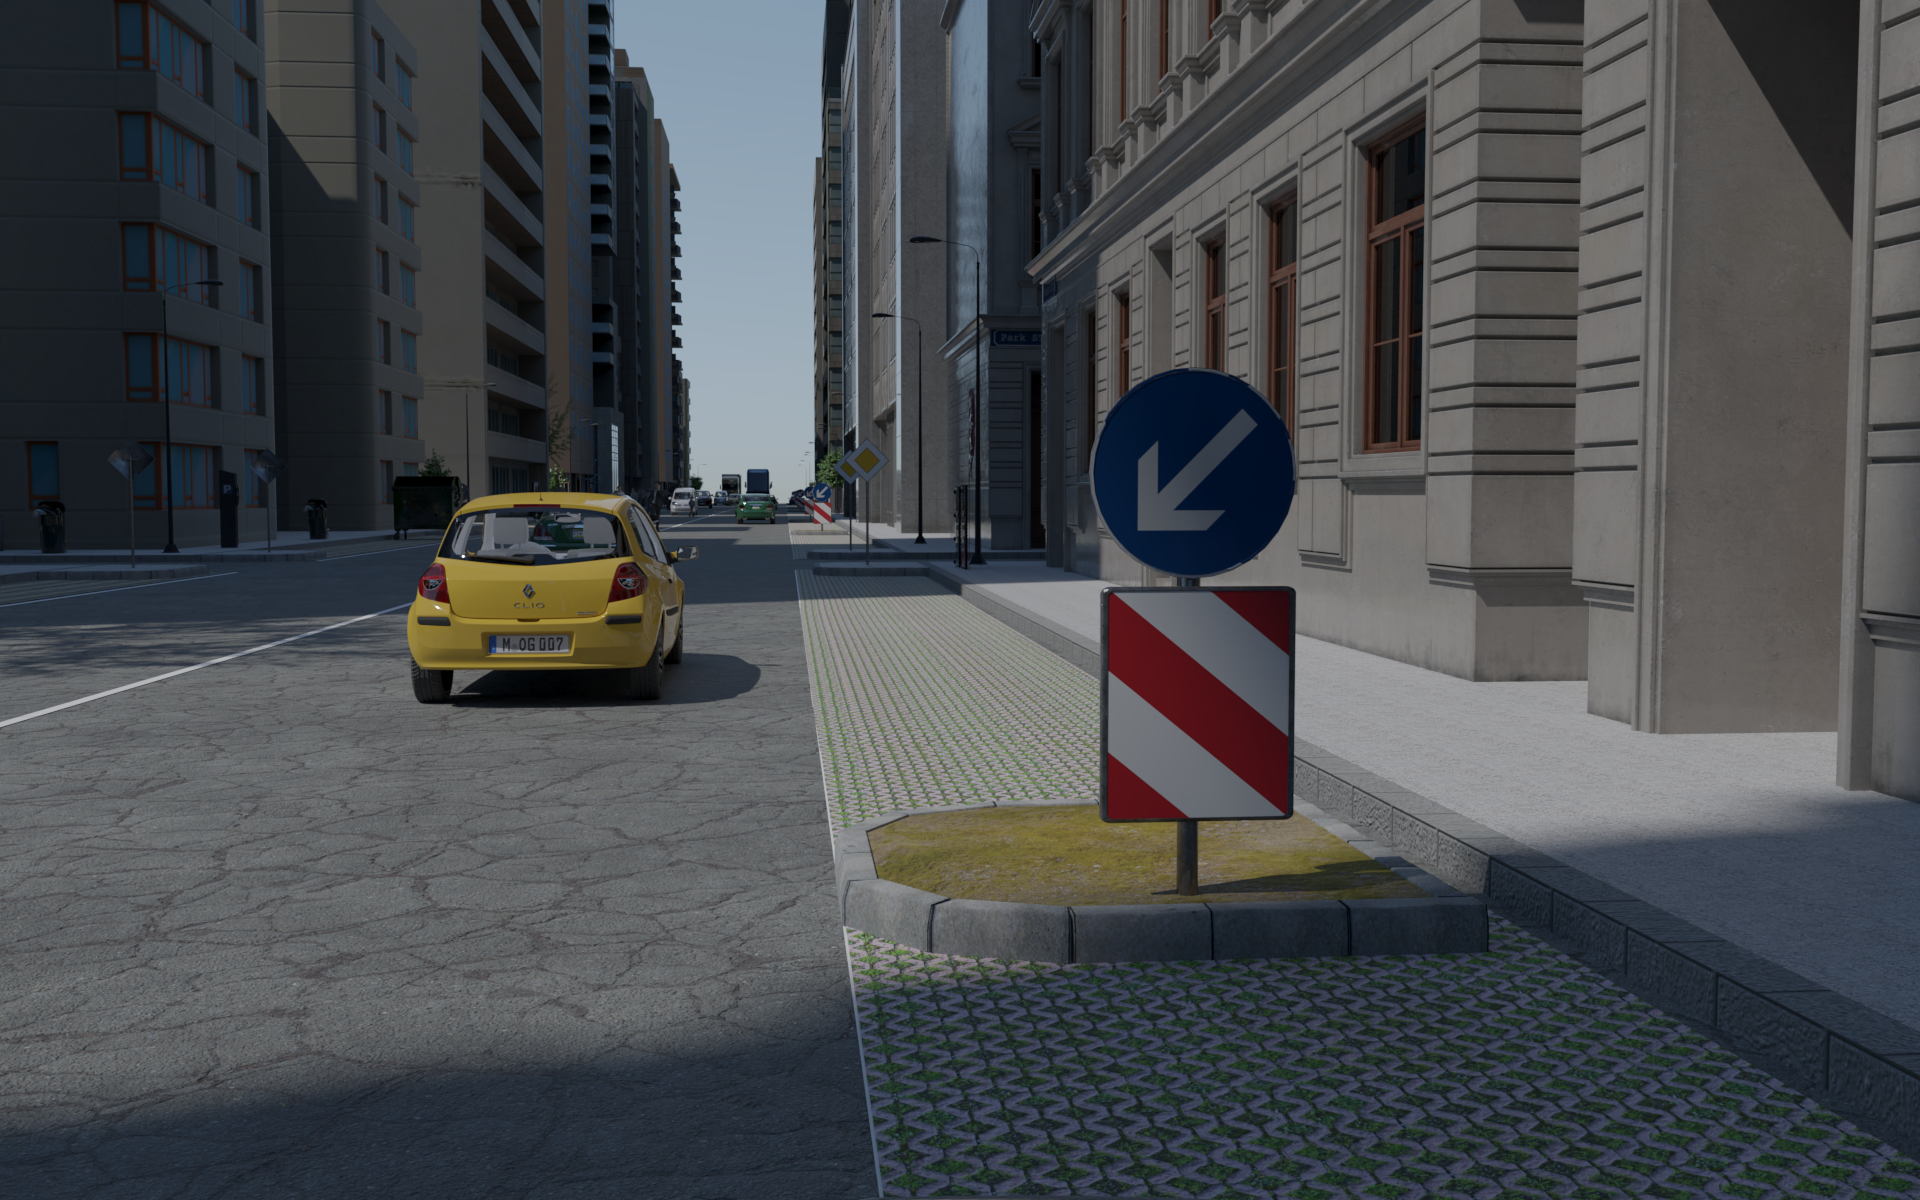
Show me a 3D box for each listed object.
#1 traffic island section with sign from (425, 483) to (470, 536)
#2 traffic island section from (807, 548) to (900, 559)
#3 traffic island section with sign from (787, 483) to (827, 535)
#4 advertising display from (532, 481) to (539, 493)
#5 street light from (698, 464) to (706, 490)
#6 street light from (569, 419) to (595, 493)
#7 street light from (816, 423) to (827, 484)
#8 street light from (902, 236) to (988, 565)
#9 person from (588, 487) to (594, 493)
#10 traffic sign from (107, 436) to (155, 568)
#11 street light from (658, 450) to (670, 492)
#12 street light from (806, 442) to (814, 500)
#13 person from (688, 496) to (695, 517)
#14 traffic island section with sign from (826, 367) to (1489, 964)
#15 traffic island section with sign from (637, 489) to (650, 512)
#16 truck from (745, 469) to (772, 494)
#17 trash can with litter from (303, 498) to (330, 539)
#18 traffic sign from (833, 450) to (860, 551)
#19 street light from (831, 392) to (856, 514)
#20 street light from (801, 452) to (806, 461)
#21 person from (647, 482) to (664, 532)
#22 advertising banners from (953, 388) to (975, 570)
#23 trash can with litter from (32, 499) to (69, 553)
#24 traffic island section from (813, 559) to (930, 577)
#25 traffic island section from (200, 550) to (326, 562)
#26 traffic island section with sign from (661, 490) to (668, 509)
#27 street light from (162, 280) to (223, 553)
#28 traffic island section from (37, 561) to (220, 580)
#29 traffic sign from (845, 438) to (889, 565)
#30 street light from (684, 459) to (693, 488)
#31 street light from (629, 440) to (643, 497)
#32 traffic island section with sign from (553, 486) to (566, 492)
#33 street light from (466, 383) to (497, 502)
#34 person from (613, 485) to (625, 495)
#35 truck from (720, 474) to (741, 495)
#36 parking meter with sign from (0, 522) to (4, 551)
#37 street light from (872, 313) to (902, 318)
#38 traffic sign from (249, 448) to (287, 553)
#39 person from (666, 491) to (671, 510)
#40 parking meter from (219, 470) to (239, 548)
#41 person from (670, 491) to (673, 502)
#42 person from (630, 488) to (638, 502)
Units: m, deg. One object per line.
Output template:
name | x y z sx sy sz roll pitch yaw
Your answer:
traffic island section with sign | -17.459 -3.166 60.397 1.989 1.847 2.006 0 4 -6
traffic island section | -2.458 -1.041 39.307 2.009 0.180 2.903 0 4 -6
traffic island section with sign | -4.940 -3.175 60.535 1.989 1.847 2.006 0 4 -6
advertising display | -21.853 -5.132 89.121 0.123 1.923 0.974 0 4 0
street light | -39.697 -17.964 266.244 1.470 5.913 1.316 0 4 -6
street light | -23.693 -8.270 107.756 1.470 5.913 1.316 0 4 -6
street light | -8.621 -8.637 113.756 1.470 5.913 1.316 0 4 -6
street light | -0.212 -3.599 31.381 1.470 5.913 1.316 0 4 -6
person | -17.814 -4.534 83.226 0.643 1.750 0.593 0 4 4
traffic sign | -14.358 -1.614 30.024 0.795 2.450 0.064 0 4 -6
street light | -31.368 -12.899 183.438 1.470 5.913 1.316 0 4 -6
street light | -12.836 -11.156 154.937 1.470 5.913 1.316 0 4 -6
person | -16.825 -5.865 108.667 0.640 1.303 0.475 2 4 34
traffic island section with sign | 0.555 0.148 6.213 1.989 1.847 2.006 0 4 -6
traffic island section with sign | -25.278 -7.887 137.581 1.989 1.847 2.006 0 4 -6
truck | -20.979 -11.581 179.107 2.967 4.110 18.799 0 4 -6
trash can with litter | -18.278 -2.315 49.233 0.624 1.170 1.055 -1 4 -13
traffic sign | -2.481 -2.176 39.228 0.795 2.450 0.064 0 4 -6
street light | -5.176 -6.526 79.246 1.470 5.913 1.316 0 4 -6
street light | -17.500 -14.055 202.342 1.470 5.913 1.316 0 4 -6
person | -11.496 -3.526 65.509 0.648 1.900 0.474 -1 4 -14
advertising banners | 0.075 -2.042 29.580 0.090 3.025 2.074 -1 4 -8
trash can with litter | -19.711 -1.601 37.564 0.624 1.170 1.055 -1 4 -21
traffic island section | -1.654 -0.555 31.362 2.009 0.180 2.903 0 4 -6
traffic island section | -15.185 -0.963 38.028 2.009 0.180 2.903 0 4 -6
traffic island section with sign | -28.001 -9.527 164.398 1.989 1.847 2.006 0 4 -6
street light | -16.662 -3.981 37.635 1.470 5.913 1.316 0 4 -6
traffic island section | -14.381 -0.477 30.083 2.009 0.180 2.903 0 4 -6
traffic sign | -1.677 -1.691 31.283 0.795 2.450 0.064 0 4 -6
street light | -36.308 -15.852 231.728 1.470 5.913 1.316 0 4 -6
street light | -27.879 -10.788 148.932 1.470 5.913 1.316 0 4 -6
traffic island section with sign | -20.227 -4.832 87.634 1.989 1.847 2.006 0 4 -6
street light | -20.111 -6.126 72.702 1.470 5.913 1.316 0 4 -6
person | -15.863 -4.389 80.359 0.679 1.850 0.850 0 4 -7
truck | -32.306 -15.647 244.745 2.839 4.237 11.283 0 4 -5
parking meter with sign | -22.234 -2.576 38.371 1.738 3.016 0.543 -2 4 -33
street light | -1.564 -4.407 44.600 1.470 5.913 1.316 0 4 -6
traffic sign | -15.163 -2.099 37.969 0.795 2.450 0.064 0 4 -6
person | -25.569 -8.738 152.162 0.445 1.727 0.742 0 4 0
parking meter | -17.420 -2.177 41.303 0.399 1.863 0.255 -1 4 -11
person | -25.650 -8.886 154.574 1.217 1.735 0.721 3 5 40
person | -19.881 -5.925 105.477 0.635 1.810 0.391 2 4 28
